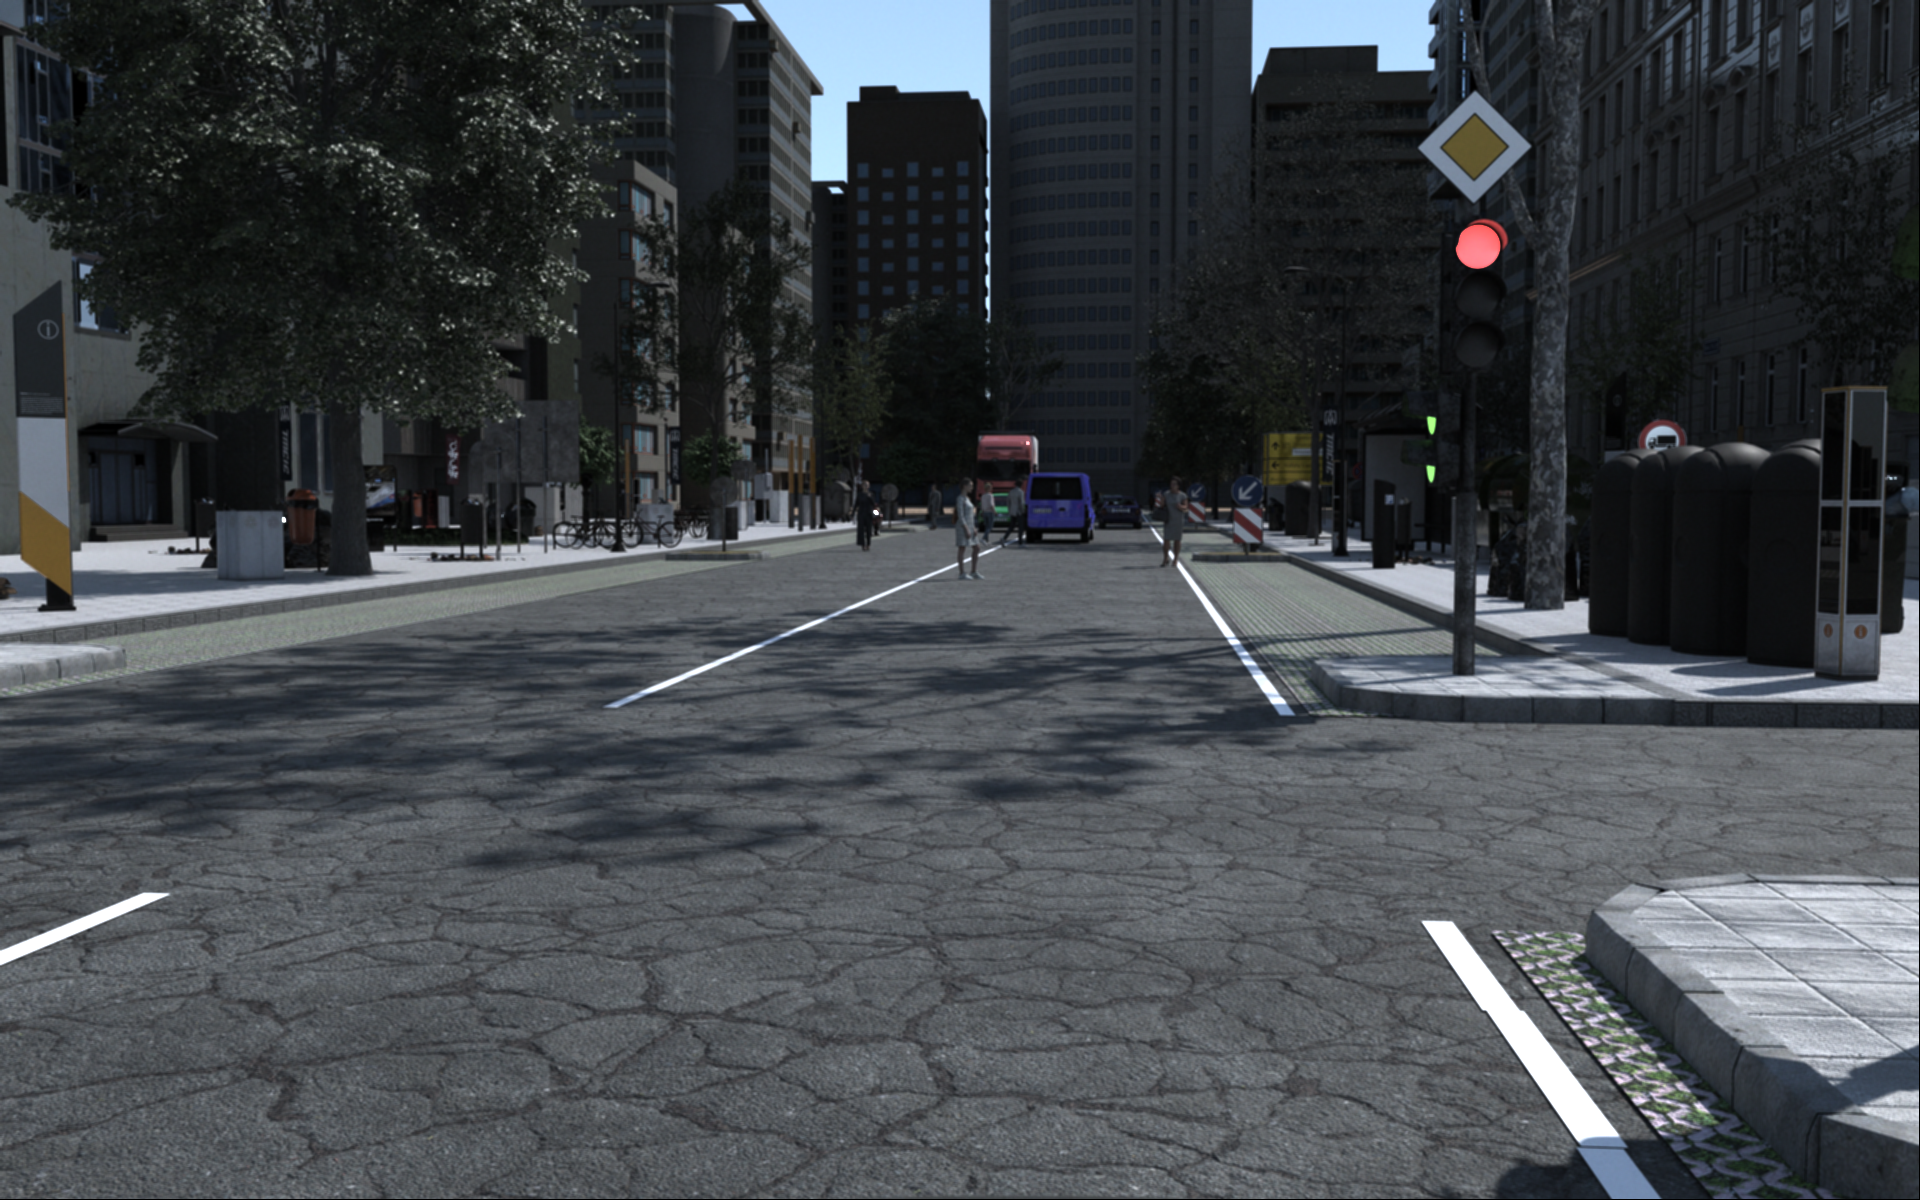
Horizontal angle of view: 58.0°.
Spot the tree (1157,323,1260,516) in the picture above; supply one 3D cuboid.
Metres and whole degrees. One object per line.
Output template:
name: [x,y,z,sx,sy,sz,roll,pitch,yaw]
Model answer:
tree: [15.459,-11.293,102.774,7.486,12.596,7.792,0,3,0]

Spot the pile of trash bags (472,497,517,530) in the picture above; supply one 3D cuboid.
pile of trash bags: [-16.112,-3.179,61.724,3.447,1.369,1.912,3,4,37]

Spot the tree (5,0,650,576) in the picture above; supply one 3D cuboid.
tree: [-9.681,-7.357,26.942,9.857,13.997,8.962,0,3,0]

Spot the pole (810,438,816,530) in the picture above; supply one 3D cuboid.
pole: [-5.324,-4.206,62.609,0.158,3.312,0.155,0,3,0]

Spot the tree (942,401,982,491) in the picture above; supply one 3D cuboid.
tree: [0.150,-10.564,123.090,4.737,8.622,4.395,0,3,0]

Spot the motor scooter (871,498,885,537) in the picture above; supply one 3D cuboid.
motor scooter: [-2.920,-2.816,58.814,0.815,1.314,1.986,0,4,5]

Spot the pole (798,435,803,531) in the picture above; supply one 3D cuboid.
pole: [-5.487,-4.018,59.532,0.158,3.312,0.155,0,3,0]

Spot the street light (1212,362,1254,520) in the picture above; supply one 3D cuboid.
street light: [9.690,-5.387,60.623,1.470,5.913,1.316,0,4,5]

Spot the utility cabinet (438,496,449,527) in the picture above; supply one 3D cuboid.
utility cabinet: [-16.617,-2.710,55.463,0.306,1.237,1.020,-2,4,-30]

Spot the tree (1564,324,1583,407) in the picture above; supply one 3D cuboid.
tree: [20.809,-6.949,63.980,4.360,8.622,3.978,0,3,0]

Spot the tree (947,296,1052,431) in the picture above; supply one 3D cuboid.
tree: [4.780,-18.823,163.651,12.611,20.169,13.585,0,3,0]

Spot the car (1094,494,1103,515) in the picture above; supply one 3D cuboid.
car: [10.253,-6.595,119.633,2.131,1.459,4.920,0,4,7]

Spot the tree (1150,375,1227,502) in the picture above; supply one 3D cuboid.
tree: [18.350,-12.776,134.649,9.928,11.665,9.643,0,3,0]

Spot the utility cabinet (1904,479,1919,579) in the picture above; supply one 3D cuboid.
utility cabinet: [14.523,-1.062,26.037,0.318,1.500,1.173,1,4,10]

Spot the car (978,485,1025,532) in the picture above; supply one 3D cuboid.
car: [1.722,-3.531,66.530,1.959,1.807,4.718,0,4,6]

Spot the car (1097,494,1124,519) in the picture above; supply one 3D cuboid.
car: [8.893,-5.459,101.047,2.131,1.459,4.920,0,4,5]

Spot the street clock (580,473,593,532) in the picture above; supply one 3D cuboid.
street clock: [-12.567,-3.284,58.271,0.471,2.002,0.358,-1,4,-12]

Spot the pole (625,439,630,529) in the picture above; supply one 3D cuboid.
pole: [-12.306,-4.298,64.117,0.158,3.312,0.155,0,3,0]

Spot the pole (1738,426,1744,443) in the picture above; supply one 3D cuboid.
pole: [23.250,-3.535,51.641,0.158,3.312,0.155,0,3,0]

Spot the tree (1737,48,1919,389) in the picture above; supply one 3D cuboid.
tree: [15.389,-4.843,29.538,4.360,8.622,3.978,0,3,0]

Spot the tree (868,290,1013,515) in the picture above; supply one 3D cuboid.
tree: [-1.395,-12.258,107.071,9.857,13.997,8.962,0,3,0]

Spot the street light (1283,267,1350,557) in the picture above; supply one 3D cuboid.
street light: [7.319,-3.855,35.574,1.470,5.913,1.316,0,4,5]

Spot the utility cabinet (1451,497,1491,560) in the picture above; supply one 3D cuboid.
utility cabinet: [10.078,-1.372,33.597,1.020,1.237,0.306,0,4,0]

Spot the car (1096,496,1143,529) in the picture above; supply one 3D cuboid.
car: [6.614,-3.616,71.696,1.945,1.354,3.894,0,4,4]

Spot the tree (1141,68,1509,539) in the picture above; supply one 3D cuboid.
tree: [10.285,-8.503,49.401,12.009,13.543,11.850,0,3,0]

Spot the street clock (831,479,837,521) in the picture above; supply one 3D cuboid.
street clock: [-6.058,-4.798,83.022,0.358,2.002,0.471,-2,4,-28]

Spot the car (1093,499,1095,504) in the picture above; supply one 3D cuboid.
car: [13.128,-9.057,158.301,2.015,1.641,3.980,0,4,5]

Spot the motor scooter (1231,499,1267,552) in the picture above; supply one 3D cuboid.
motor scooter: [6.581,-1.626,39.355,0.815,1.314,1.986,0,4,4]

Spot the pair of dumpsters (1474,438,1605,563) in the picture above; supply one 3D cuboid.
pair of dumpsters: [9.927,-1.697,30.248,1.574,2.255,4.437,0,4,5]

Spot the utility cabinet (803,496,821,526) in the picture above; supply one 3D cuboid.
utility cabinet: [-6.087,-3.618,70.322,0.306,1.237,1.020,2,4,35]

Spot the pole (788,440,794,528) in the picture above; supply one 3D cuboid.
pole: [-6.378,-4.379,65.433,0.158,3.312,0.155,0,3,0]

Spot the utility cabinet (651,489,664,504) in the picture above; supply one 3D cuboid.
utility cabinet: [-13.779,-4.303,79.035,0.318,1.500,1.173,-2,4,-24]

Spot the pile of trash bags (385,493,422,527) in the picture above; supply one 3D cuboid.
pile of trash bags: [-21.151,-3.268,63.183,3.447,1.369,1.912,-1,4,-17]

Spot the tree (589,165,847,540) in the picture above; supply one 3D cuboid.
tree: [-6.667,-6.979,48.511,7.601,10.594,8.767,-2,4,-26]

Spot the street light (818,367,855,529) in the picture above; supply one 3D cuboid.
street light: [-4.521,-5.565,63.527,1.470,5.913,1.316,0,4,5]

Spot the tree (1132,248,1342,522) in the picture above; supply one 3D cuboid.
tree: [12.659,-9.918,79.163,9.611,12.733,9.660,0,3,0]

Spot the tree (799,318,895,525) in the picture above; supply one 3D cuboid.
tree: [-4.507,-7.470,72.496,4.737,8.622,4.395,0,3,0]

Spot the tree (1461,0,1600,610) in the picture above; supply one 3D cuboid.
tree: [7.449,-10.033,19.925,12.611,20.169,13.585,0,3,0]

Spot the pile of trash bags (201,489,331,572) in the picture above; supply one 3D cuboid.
pile of trash bags: [-11.647,-1.214,29.602,1.912,1.369,3.447,-3,4,-37]

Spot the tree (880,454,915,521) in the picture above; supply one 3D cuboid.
tree: [-3.192,-5.450,83.706,1.663,3.219,1.824,0,3,0]

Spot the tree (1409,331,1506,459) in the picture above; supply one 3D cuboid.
tree: [21.406,-7.645,75.354,4.737,8.622,4.395,0,3,0]

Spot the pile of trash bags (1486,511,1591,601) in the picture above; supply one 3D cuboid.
pile of trash bags: [8.255,-0.698,21.159,3.447,1.369,1.912,1,4,15]

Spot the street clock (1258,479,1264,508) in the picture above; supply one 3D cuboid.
street clock: [14.869,-4.974,85.891,0.471,2.002,0.358,0,4,-6]

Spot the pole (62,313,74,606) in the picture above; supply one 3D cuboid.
pole: [-10.188,-1.573,19.566,0.158,3.312,0.155,0,3,0]

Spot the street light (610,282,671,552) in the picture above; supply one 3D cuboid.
street light: [-7.038,-4.014,38.164,1.470,5.913,1.316,0,4,5]

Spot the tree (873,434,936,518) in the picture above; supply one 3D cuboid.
tree: [-2.972,-6.735,93.825,4.285,4.588,4.351,0,3,0]

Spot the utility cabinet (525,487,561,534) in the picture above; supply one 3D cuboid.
utility cabinet: [-13.186,-2.819,54.762,1.173,1.500,0.318,2,4,27]

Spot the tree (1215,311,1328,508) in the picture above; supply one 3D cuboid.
tree: [12.167,-7.215,68.328,4.737,8.622,4.395,0,3,0]
